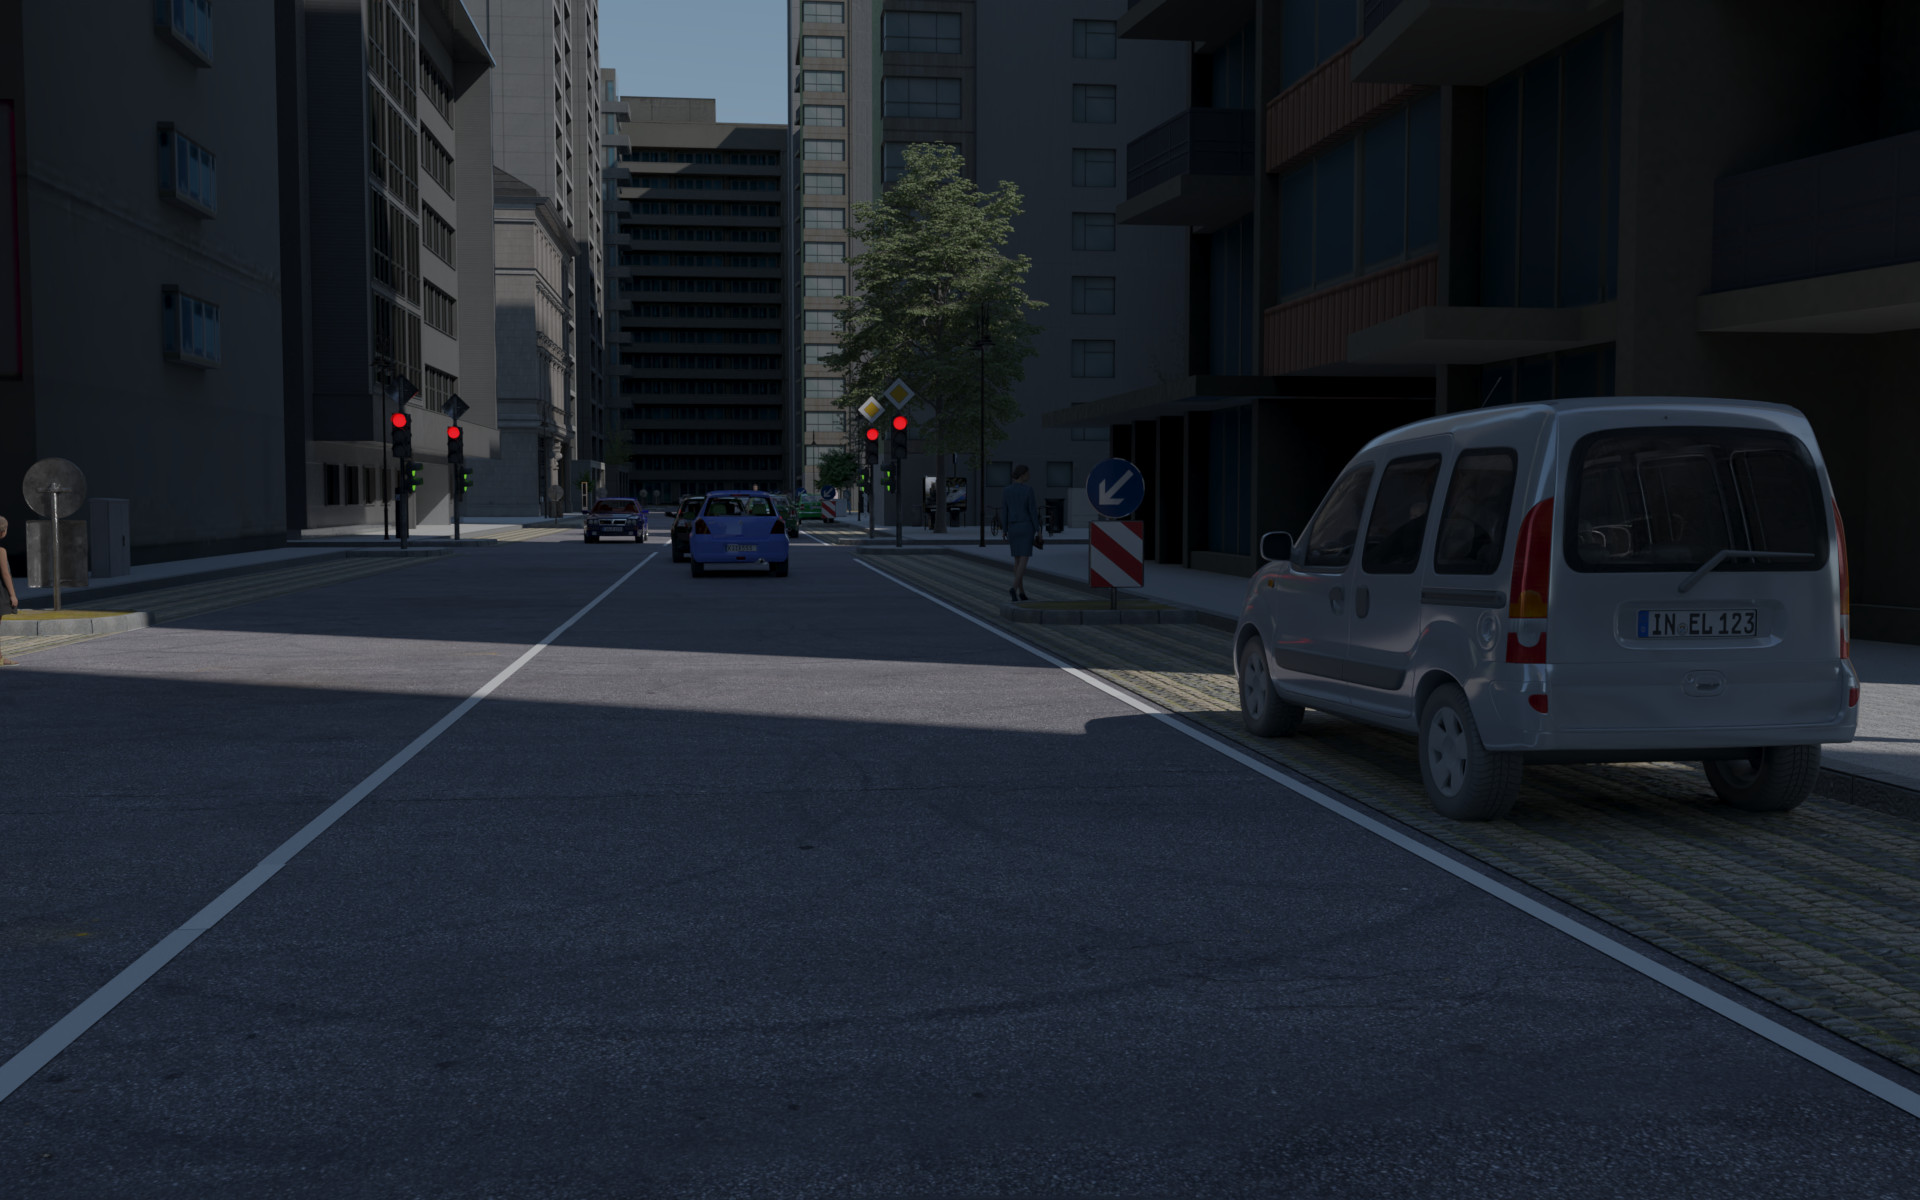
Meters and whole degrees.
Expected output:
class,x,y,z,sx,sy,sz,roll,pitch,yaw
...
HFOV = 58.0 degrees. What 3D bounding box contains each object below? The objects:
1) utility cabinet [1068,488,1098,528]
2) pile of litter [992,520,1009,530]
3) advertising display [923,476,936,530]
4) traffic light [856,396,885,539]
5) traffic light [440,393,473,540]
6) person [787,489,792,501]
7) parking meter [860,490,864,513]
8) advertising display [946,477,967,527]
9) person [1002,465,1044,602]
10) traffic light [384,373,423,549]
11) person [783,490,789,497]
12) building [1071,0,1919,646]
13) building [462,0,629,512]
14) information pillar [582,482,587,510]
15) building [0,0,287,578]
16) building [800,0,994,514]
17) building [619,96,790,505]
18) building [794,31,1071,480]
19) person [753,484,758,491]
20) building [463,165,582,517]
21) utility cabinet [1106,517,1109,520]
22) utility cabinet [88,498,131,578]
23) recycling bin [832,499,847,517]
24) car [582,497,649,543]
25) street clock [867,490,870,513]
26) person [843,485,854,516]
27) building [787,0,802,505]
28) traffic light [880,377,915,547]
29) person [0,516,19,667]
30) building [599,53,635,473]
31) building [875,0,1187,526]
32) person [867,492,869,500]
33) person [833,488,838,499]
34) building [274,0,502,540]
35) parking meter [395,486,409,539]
class,x,y,z,sx,sy,sz,roll,pitch,yaw
utility cabinet,4.623,-3.455,65.165,1.173,1.500,0.318,-2,4,-28
pile of litter,2.041,-2.951,62.216,1.719,0.858,1.176,1,4,16
advertising display,-0.958,-3.455,61.702,0.123,1.923,0.974,3,5,41
traffic light,-2.551,-3.720,49.735,0.839,4.253,0.868,0,4,-8
traffic light,-14.008,-3.625,48.191,0.839,4.253,0.868,0,4,-8
person,-16.905,-10.110,172.007,0.551,1.740,0.621,-1,4,-16
parking meter,-6.657,-6.639,116.955,0.372,1.533,0.369,0,3,0
advertising display,-0.204,-3.755,66.615,0.974,1.923,0.123,-2,4,-24
person,0.770,-0.884,22.981,0.581,1.822,0.654,3,4,38
traffic light,-12.949,-3.141,40.277,0.839,4.253,0.868,0,4,-8
person,-14.382,-8.151,142.445,0.621,1.740,0.551,3,5,40
building,14.281,-22.551,23.339,22.147,44.769,28.867,0,4,-8
building,-39.985,-43.621,151.448,20.563,71.187,20.611,0,4,-8
information pillar,-23.650,-6.399,109.113,0.304,2.012,0.304,-1,4,-8
building,-25.090,-24.728,28.010,21.600,48.544,21.300,0,4,-8
building,-5.615,-27.730,136.975,14.154,41.232,14.086,0,4,-8
building,-32.162,-36.198,215.532,21.600,48.544,21.300,0,4,-8
building,-3.785,-30.833,158.738,22.147,44.769,28.867,0,4,-8
person,-7.896,-3.608,67.502,0.660,1.820,0.620,0,4,-5
building,-28.111,-15.050,96.975,10.553,20.767,40.483,0,4,-8
utility cabinet,6.105,-3.371,66.270,1.020,1.237,0.306,0,4,0
utility cabinet,-13.204,-0.964,26.927,0.306,1.237,1.020,-1,4,-9
recycling bin,-6.758,-5.171,97.099,0.722,1.027,0.722,-1,4,-14
car,-10.243,-2.389,51.646,1.945,1.354,3.894,0,4,-8
street clock,-6.113,-6.850,116.574,0.358,2.002,0.471,0,4,-2
person,-6.623,-5.823,101.226,0.713,1.824,0.794,-2,4,-32
building,-7.950,-39.419,186.503,21.231,58.520,28.212,0,4,-8
traffic light,-1.491,-3.235,41.820,0.839,4.253,0.868,0,4,-8
person,-8.040,-0.079,14.459,0.362,1.253,0.373,2,4,33
building,-50.434,-34.497,183.632,30.456,49.044,23.786,0,4,-8
building,3.035,-23.951,75.186,14.154,41.232,14.086,0,4,-8
person,-6.358,-7.018,120.966,0.466,1.800,0.511,1,4,13
person,-9.217,-7.377,127.326,0.621,1.740,0.551,3,5,45
building,-25.590,-14.830,61.535,14.314,24.678,30.058,0,4,-8
parking meter,-16.111,-2.543,49.993,0.372,1.533,0.369,0,3,0
